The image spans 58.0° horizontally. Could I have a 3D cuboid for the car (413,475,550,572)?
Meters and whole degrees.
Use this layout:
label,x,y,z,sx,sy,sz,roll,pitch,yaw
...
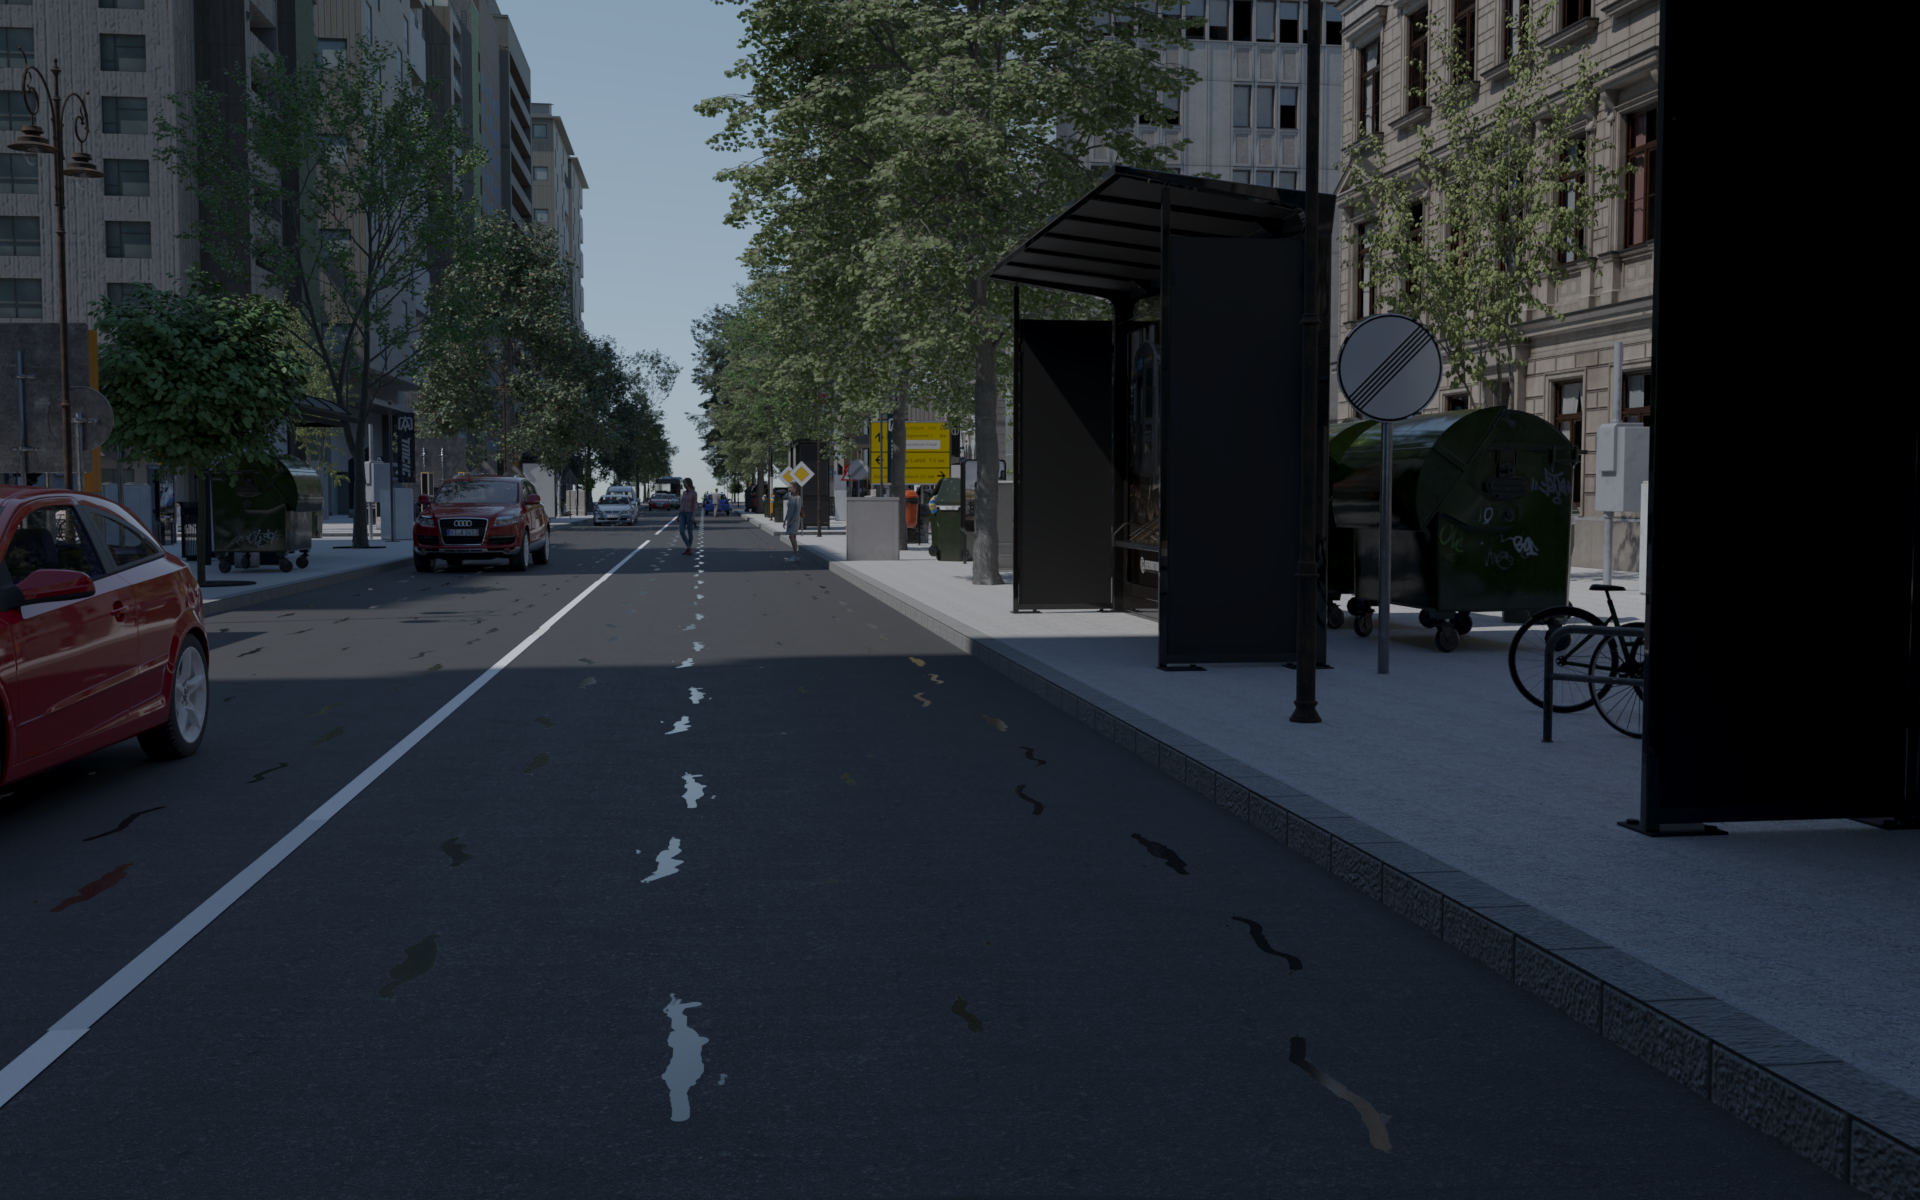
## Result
label,x,y,z,sx,sy,sz,roll,pitch,yaw
car,-9.253,-1.535,33.777,2.281,1.827,5.304,0,4,-6

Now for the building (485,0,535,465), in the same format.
label,x,y,z,sx,sy,sz,roll,pitch,yaw
building,-53.372,-33.309,168.306,21.300,48.544,21.600,-1,4,-8

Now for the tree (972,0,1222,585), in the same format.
label,x,y,z,sx,sy,sz,roll,pitch,yaw
tree,-0.035,-6.484,24.139,7.486,12.596,7.792,0,3,0

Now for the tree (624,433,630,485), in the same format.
label,x,y,z,sx,sy,sz,roll,pitch,yaw
tree,-35.905,-16.810,192.969,7.486,12.596,7.792,0,3,0

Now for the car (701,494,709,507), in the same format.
label,x,y,z,sx,sy,sz,roll,pitch,yaw
car,-27.303,-10.889,189.835,2.131,1.459,4.920,-1,4,-10

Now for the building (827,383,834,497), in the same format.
label,x,y,z,sx,sy,sz,roll,pitch,yaw
building,-12.923,-28.542,238.363,14.160,30.474,14.107,-1,4,-8

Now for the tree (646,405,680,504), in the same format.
label,x,y,z,sx,sy,sz,roll,pitch,yaw
tree,-26.148,-12.517,121.657,9.611,12.733,9.660,0,3,0

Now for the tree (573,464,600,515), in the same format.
label,x,y,z,sx,sy,sz,roll,pitch,yaw
tree,-23.317,-6.908,107.547,1.663,3.219,1.824,0,3,0

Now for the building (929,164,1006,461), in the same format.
label,x,y,z,sx,sy,sz,roll,pitch,yaw
building,5.979,-16.069,104.526,13.314,21.916,24.055,-1,4,-8

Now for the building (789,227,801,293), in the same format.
label,x,y,z,sx,sy,sz,roll,pitch,yaw
building,-16.733,-40.418,284.530,21.300,48.544,21.600,-1,4,-8

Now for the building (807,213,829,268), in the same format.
label,x,y,z,sx,sy,sz,roll,pitch,yaw
building,-15.314,-34.759,251.905,14.154,41.232,14.086,-1,4,-8

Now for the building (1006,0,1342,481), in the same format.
label,x,y,z,sx,sy,sz,roll,pitch,yaw
building,12.936,-15.981,79.309,19.932,24.808,12.078,-1,4,-8

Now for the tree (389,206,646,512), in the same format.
label,x,y,z,sx,sy,sz,roll,pitch,yaw
tree,-18.004,-9.310,69.219,9.611,12.733,9.660,0,3,0

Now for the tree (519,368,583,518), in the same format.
label,x,y,z,sx,sy,sz,roll,pitch,yaw
tree,-21.916,-8.801,94.256,4.737,8.622,4.395,0,3,0

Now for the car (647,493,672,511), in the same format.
label,x,y,z,sx,sy,sz,roll,pitch,yaw
car,-25.601,-8.467,147.483,2.155,1.783,4.494,-1,4,-10

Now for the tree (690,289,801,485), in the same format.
label,x,y,z,sx,sy,sz,roll,pitch,yaw
tree,-17.130,-18.225,153.875,12.611,20.169,13.585,0,3,0

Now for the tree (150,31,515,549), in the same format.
label,x,y,z,sx,sy,sz,roll,pitch,yaw
tree,-14.230,-7.010,40.371,9.928,11.665,9.643,0,3,0

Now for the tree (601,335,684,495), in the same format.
label,x,y,z,sx,sy,sz,roll,pitch,yaw
tree,-39.695,-21.445,206.514,12.611,20.169,13.585,0,3,0

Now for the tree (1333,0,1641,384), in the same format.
label,x,y,z,sx,sy,sz,roll,pitch,yaw
tree,7.743,-4.603,25.617,4.737,8.622,4.395,0,3,0

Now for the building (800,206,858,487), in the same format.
label,x,y,z,sx,sy,sz,roll,pitch,yaw
building,-17.070,-37.656,265.791,14.600,45.320,14.200,-1,4,-8

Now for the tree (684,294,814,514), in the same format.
label,x,y,z,sx,sy,sz,roll,pitch,yaw
tree,-12.679,-12.478,110.670,9.857,13.997,8.962,0,3,0

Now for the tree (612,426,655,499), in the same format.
label,x,y,z,sx,sy,sz,roll,pitch,yaw
tree,-29.742,-12.389,152.917,4.737,8.622,4.395,0,3,0

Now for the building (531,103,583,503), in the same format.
label,x,y,z,sx,sy,sz,roll,pitch,yaw
building,-67.648,-39.548,235.843,28.713,52.752,27.495,-1,4,-8

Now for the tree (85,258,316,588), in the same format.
label,x,y,z,sx,sy,sz,roll,pitch,yaw
tree,-10.680,-2.477,24.205,4.285,4.588,4.351,0,3,0

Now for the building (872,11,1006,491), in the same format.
label,x,y,z,sx,sy,sz,roll,pitch,yaw
building,-0.833,-28.591,151.054,14.154,41.232,14.086,-1,4,-8

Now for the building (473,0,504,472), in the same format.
label,x,y,z,sx,sy,sz,roll,pitch,yaw
building,-47.840,-30.645,151.160,14.600,45.320,14.200,-1,4,-8

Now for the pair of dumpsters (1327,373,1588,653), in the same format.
label,x,y,z,sx,sy,sz,roll,pitch,yaw
pair of dumpsters,4.053,-0.826,15.991,1.574,2.255,4.437,-1,4,-8

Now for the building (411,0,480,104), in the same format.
label,x,y,z,sx,sy,sz,roll,pitch,yaw
building,-45.832,-27.738,137.105,14.154,41.232,14.086,-1,4,-8

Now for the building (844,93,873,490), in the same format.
label,x,y,z,sx,sy,sz,roll,pitch,yaw
building,-0.103,-31.703,172.965,22.147,44.769,28.867,-1,4,-8

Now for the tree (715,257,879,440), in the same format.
label,x,y,z,sx,sy,sz,roll,pitch,yaw
tree,-6.967,-9.175,75.759,9.928,11.665,9.643,0,3,0

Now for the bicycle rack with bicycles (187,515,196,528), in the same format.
label,x,y,z,sx,sy,sz,roll,pitch,yaw
bicycle rack with bicycles,-29.987,-3.165,65.123,2.925,0.926,2.852,-2,4,-34

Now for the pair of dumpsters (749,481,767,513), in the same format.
label,x,y,z,sx,sy,sz,roll,pitch,yaw
pair of dumpsters,-13.678,-7.136,119.162,1.574,2.255,4.437,-1,4,-9

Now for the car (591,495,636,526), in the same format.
label,x,y,z,sx,sy,sz,roll,pitch,yaw
car,-15.789,-4.104,79.098,2.014,1.417,4.499,-1,4,-9

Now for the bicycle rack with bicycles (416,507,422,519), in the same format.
label,x,y,z,sx,sy,sz,roll,pitch,yaw
bicycle rack with bicycles,-26.271,-4.553,87.829,2.852,0.926,2.925,0,4,-2

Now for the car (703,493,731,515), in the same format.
label,x,y,z,sx,sy,sz,roll,pitch,yaw
car,-16.826,-6.755,120.042,1.945,1.707,3.694,-1,4,-8

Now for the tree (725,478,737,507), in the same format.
label,x,y,z,sx,sy,sz,roll,pitch,yaw
tree,-23.021,-11.236,178.317,1.663,3.219,1.824,0,3,0

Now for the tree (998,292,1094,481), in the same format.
label,x,y,z,sx,sy,sz,roll,pitch,yaw
tree,2.812,-6.173,51.299,4.737,8.622,4.395,0,3,0

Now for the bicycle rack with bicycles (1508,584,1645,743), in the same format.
label,x,y,z,sx,sy,sz,roll,pitch,yaw
bicycle rack with bicycles,4.258,0.257,9.188,2.925,0.926,2.852,3,5,44

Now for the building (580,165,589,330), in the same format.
label,x,y,z,sx,sy,sz,roll,pitch,yaw
building,-71.429,-41.210,263.026,28.713,52.752,27.495,-1,4,-8

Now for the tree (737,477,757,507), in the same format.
label,x,y,z,sx,sy,sz,roll,pitch,yaw
tree,-19.875,-10.438,165.267,1.663,3.219,1.824,0,3,0

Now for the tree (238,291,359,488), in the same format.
label,x,y,z,sx,sy,sz,roll,pitch,yaw
tree,-24.907,-6.817,61.823,4.737,8.622,4.395,0,3,0

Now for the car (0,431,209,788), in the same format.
label,x,y,z,sx,sy,sz,roll,pitch,yaw
car,-4.897,0.070,7.902,2.155,1.783,4.494,0,4,-7

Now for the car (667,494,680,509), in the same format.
label,x,y,z,sx,sy,sz,roll,pitch,yaw
car,-27.369,-9.224,162.603,2.131,1.459,4.920,-1,4,-9

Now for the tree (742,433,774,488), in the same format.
label,x,y,z,sx,sy,sz,roll,pitch,yaw
tree,-16.329,-11.647,140.796,4.737,8.622,4.395,0,3,0

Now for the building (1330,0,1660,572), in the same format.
label,x,y,z,sx,sy,sz,roll,pitch,yaw
building,15.015,-10.329,33.511,10.561,19.102,19.286,-1,4,-8

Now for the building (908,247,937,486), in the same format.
label,x,y,z,sx,sy,sz,roll,pitch,yaw
building,2.401,-17.786,126.960,11.583,22.565,21.152,-1,4,-8

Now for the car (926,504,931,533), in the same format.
label,x,y,z,sx,sy,sz,roll,pitch,yaw
car,-0.339,-2.796,58.077,4.827,1.381,2.083,0,4,-7

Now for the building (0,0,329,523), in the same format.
label,x,y,z,sx,sy,sz,roll,pitch,yaw
building,-37.393,-18.706,77.544,14.160,30.474,14.107,-1,4,-8

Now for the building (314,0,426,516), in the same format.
label,x,y,z,sx,sy,sz,roll,pitch,yaw
building,-49.473,-31.866,110.247,28.713,52.752,27.495,-1,4,-8

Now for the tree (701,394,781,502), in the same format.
label,x,y,z,sx,sy,sz,roll,pitch,yaw
tree,-15.255,-11.883,128.697,8.767,10.594,7.601,0,4,-2

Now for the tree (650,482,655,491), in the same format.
label,x,y,z,sx,sy,sz,roll,pitch,yaw
tree,-49.931,-20.473,285.101,4.360,8.622,3.978,0,3,0

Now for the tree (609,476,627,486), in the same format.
label,x,y,z,sx,sy,sz,roll,pitch,yaw
tree,-31.018,-9.935,157.044,1.663,3.219,1.824,0,3,0

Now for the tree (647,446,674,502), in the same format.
label,x,y,z,sx,sy,sz,roll,pitch,yaw
tree,-42.801,-18.598,238.483,7.601,10.594,8.767,0,4,3
